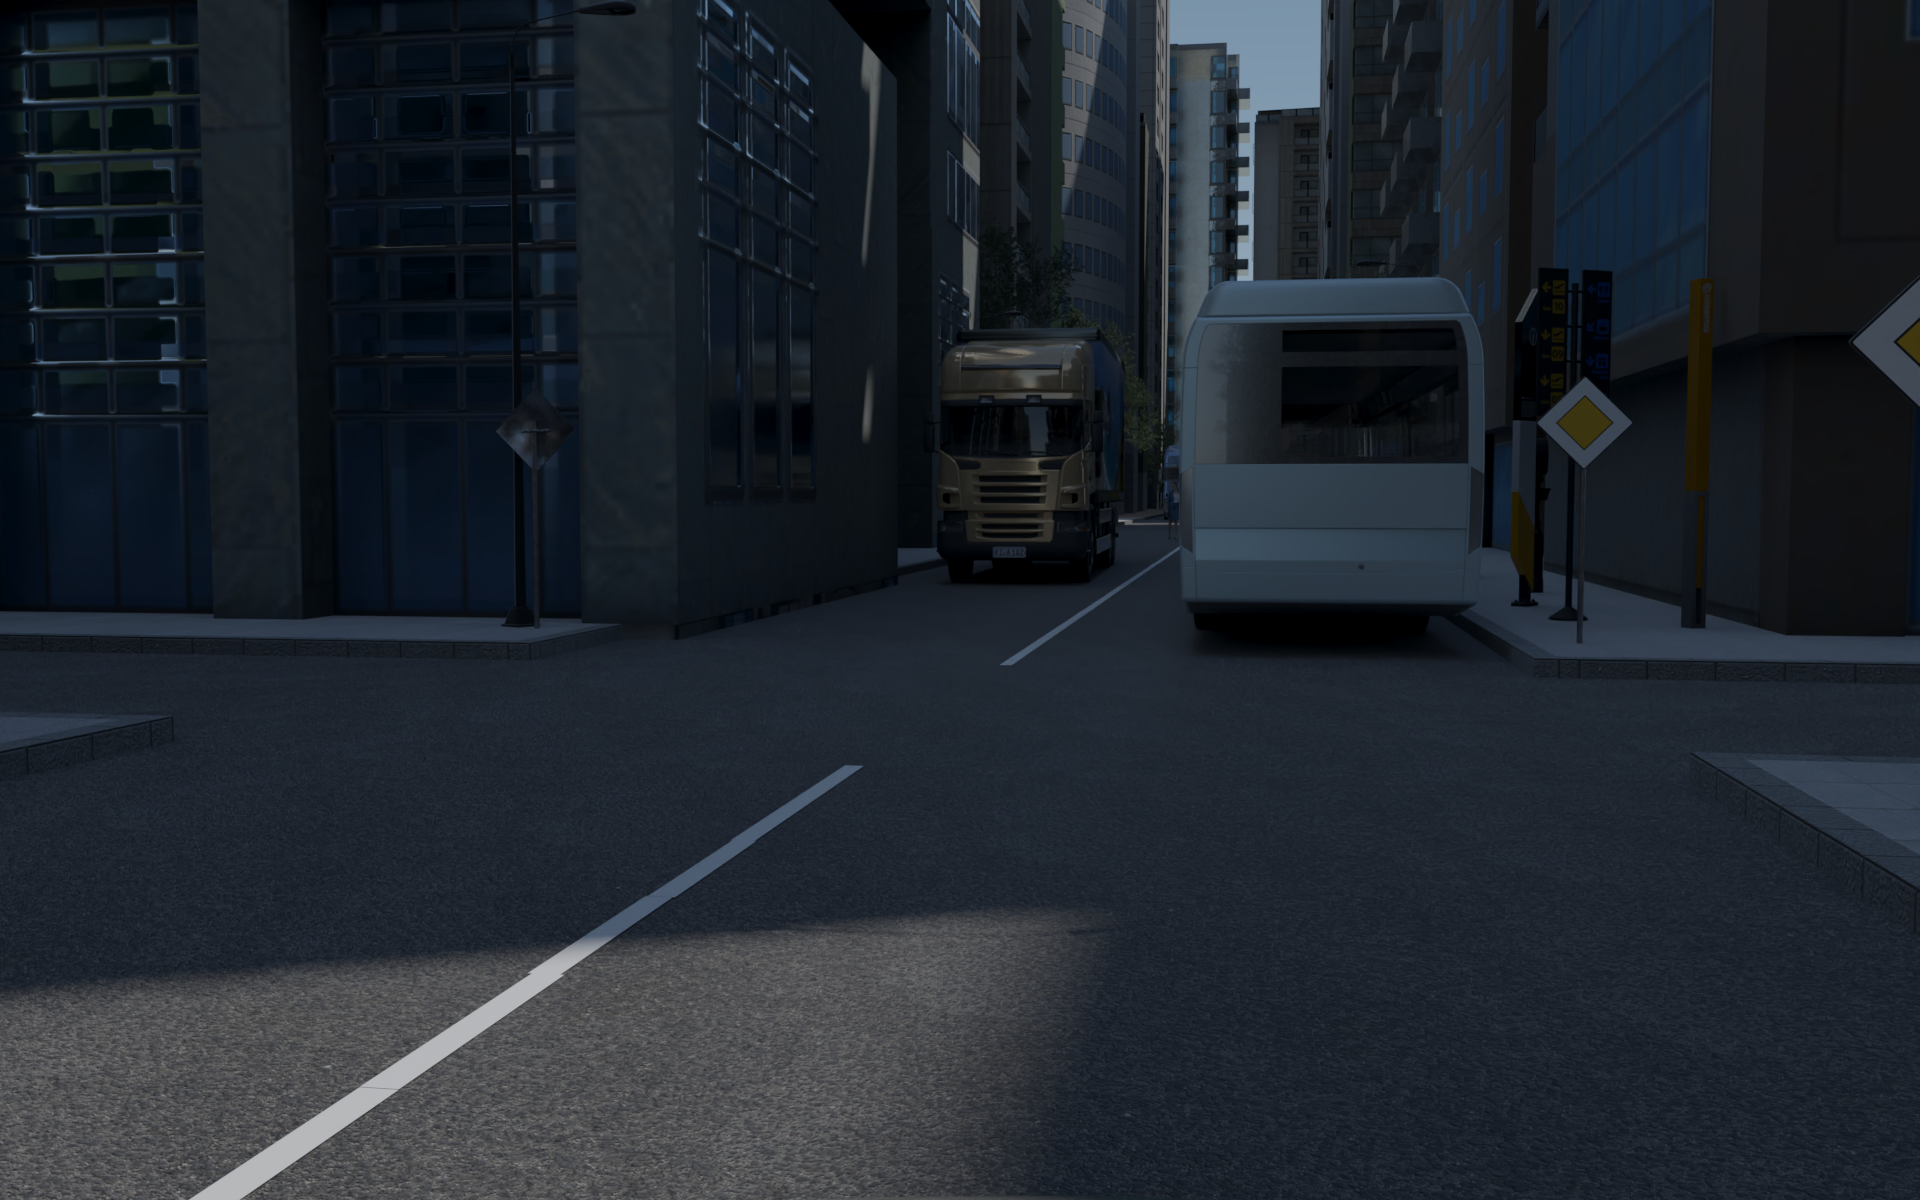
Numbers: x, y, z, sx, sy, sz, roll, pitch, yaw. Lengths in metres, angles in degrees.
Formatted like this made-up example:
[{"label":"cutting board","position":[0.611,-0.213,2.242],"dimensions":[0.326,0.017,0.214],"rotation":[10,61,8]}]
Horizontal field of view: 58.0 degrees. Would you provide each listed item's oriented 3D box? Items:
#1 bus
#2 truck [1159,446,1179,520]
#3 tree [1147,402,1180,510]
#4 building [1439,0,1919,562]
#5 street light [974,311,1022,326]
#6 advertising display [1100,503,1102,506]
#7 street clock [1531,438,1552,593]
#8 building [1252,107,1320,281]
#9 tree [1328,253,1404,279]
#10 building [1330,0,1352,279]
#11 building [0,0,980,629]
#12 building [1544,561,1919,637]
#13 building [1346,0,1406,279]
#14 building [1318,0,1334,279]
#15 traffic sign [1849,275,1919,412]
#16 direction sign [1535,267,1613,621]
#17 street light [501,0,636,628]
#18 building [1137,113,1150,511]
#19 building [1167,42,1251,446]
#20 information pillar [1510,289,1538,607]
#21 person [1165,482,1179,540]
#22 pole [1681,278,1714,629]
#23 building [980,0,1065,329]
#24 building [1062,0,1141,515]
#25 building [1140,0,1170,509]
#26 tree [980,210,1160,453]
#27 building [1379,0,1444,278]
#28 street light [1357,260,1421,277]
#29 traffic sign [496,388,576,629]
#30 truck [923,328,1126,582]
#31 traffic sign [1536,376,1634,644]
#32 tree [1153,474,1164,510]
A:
[{"label":"bus","position":[4.184,-1.622,21.382],"dimensions":[2.948,3.499,13.247],"rotation":[1,4,9]},{"label":"truck","position":[13.442,-6.897,102.517],"dimensions":[2.967,4.110,18.799],"rotation":[0,4,8]},{"label":"tree","position":[15.549,-11.416,137.010],"dimensions":[4.737,8.622,4.395],"rotation":[0,3,0]},{"label":"building","position":[19.263,-23.868,40.360],"dimensions":[14.600,45.320,14.200],"rotation":[1,4,10]},{"label":"street light","position":[0.881,-4.380,44.161],"dimensions":[1.470,5.913,1.316],"rotation":[1,4,10]},{"label":"advertising display","position":[6.283,-4.383,76.883],"dimensions":[0.123,1.923,0.974],"rotation":[1,4,10]},{"label":"street clock","position":[7.494,-1.097,22.511],"dimensions":[0.358,2.002,0.471],"rotation":[1,4,13]},{"label":"building","position":[37.006,-30.215,177.614],"dimensions":[14.086,41.232,14.154],"rotation":[1,4,10]},{"label":"tree","position":[12.868,-6.287,53.149],"dimensions":[4.360,8.622,3.978],"rotation":[0,3,0]},{"label":"building","position":[36.214,-35.254,118.395],"dimensions":[21.231,58.520,28.212],"rotation":[1,4,10]},{"label":"building","position":[-11.126,-43.965,31.500],"dimensions":[22.319,86.520,31.000],"rotation":[1,4,10]},{"label":"building","position":[15.215,-22.601,19.643],"dimensions":[14.200,45.320,14.600],"rotation":[1,4,10]},{"label":"building","position":[29.120,-19.998,98.669],"dimensions":[14.160,30.474,14.107],"rotation":[1,4,10]},{"label":"building","position":[44.192,-34.019,145.451],"dimensions":[28.713,52.752,27.495],"rotation":[1,4,10]},{"label":"traffic sign","position":[3.962,-0.203,6.954],"dimensions":[0.795,2.450,0.064],"rotation":[1,4,10]},{"label":"direction sign","position":[6.197,-1.562,17.540],"dimensions":[0.876,3.537,0.379],"rotation":[-1,4,-19]},{"label":"street light","position":[-3.733,-2.691,16.546],"dimensions":[1.470,5.913,1.316],"rotation":[1,4,10]},{"label":"building","position":[6.309,-21.716,126.755],"dimensions":[14.160,30.474,14.107],"rotation":[1,4,10]},{"label":"building","position":[15.620,-34.659,186.290],"dimensions":[30.456,49.044,23.786],"rotation":[1,4,10]},{"label":"information pillar","position":[6.422,-1.733,19.690],"dimensions":[0.183,3.616,0.504],"rotation":[3,5,40]},{"label":"person","position":[6.764,-2.826,54.734],"dimensions":[0.581,1.822,0.654],"rotation":[0,4,-1]},{"label":"pole","position":[7.032,-1.386,16.510],"dimensions":[0.158,3.312,0.155],"rotation":[0,3,0]},{"label":"building","position":[-3.389,-23.739,71.733],"dimensions":[14.154,41.232,14.086],"rotation":[1,4,10]},{"label":"building","position":[-0.508,-34.458,105.384],"dimensions":[21.231,58.520,28.212],"rotation":[1,4,10]},{"label":"building","position":[7.981,-43.860,155.356],"dimensions":[20.611,71.187,20.563],"rotation":[1,4,10]},{"label":"tree","position":[1.566,-7.542,57.720],"dimensions":[7.601,10.594,8.767],"rotation":[-1,4,-13]},{"label":"building","position":[28.912,-27.504,69.303],"dimensions":[23.786,49.044,30.456],"rotation":[1,4,10]},{"label":"street light","position":[8.564,-3.785,34.432],"dimensions":[1.470,5.913,1.316],"rotation":[1,4,10]},{"label":"traffic sign","position":[-4.030,-0.784,16.454],"dimensions":[0.795,2.450,0.064],"rotation":[1,4,10]},{"label":"truck","position":[1.486,-2.613,31.636],"dimensions":[2.839,4.237,11.283],"rotation":[1,4,8]},{"label":"traffic sign","position":[5.322,-0.684,14.823],"dimensions":[0.795,2.450,0.064],"rotation":[1,4,10]},{"label":"tree","position":[16.329,-8.960,141.099],"dimensions":[1.663,3.219,1.824],"rotation":[0,3,0]}]
